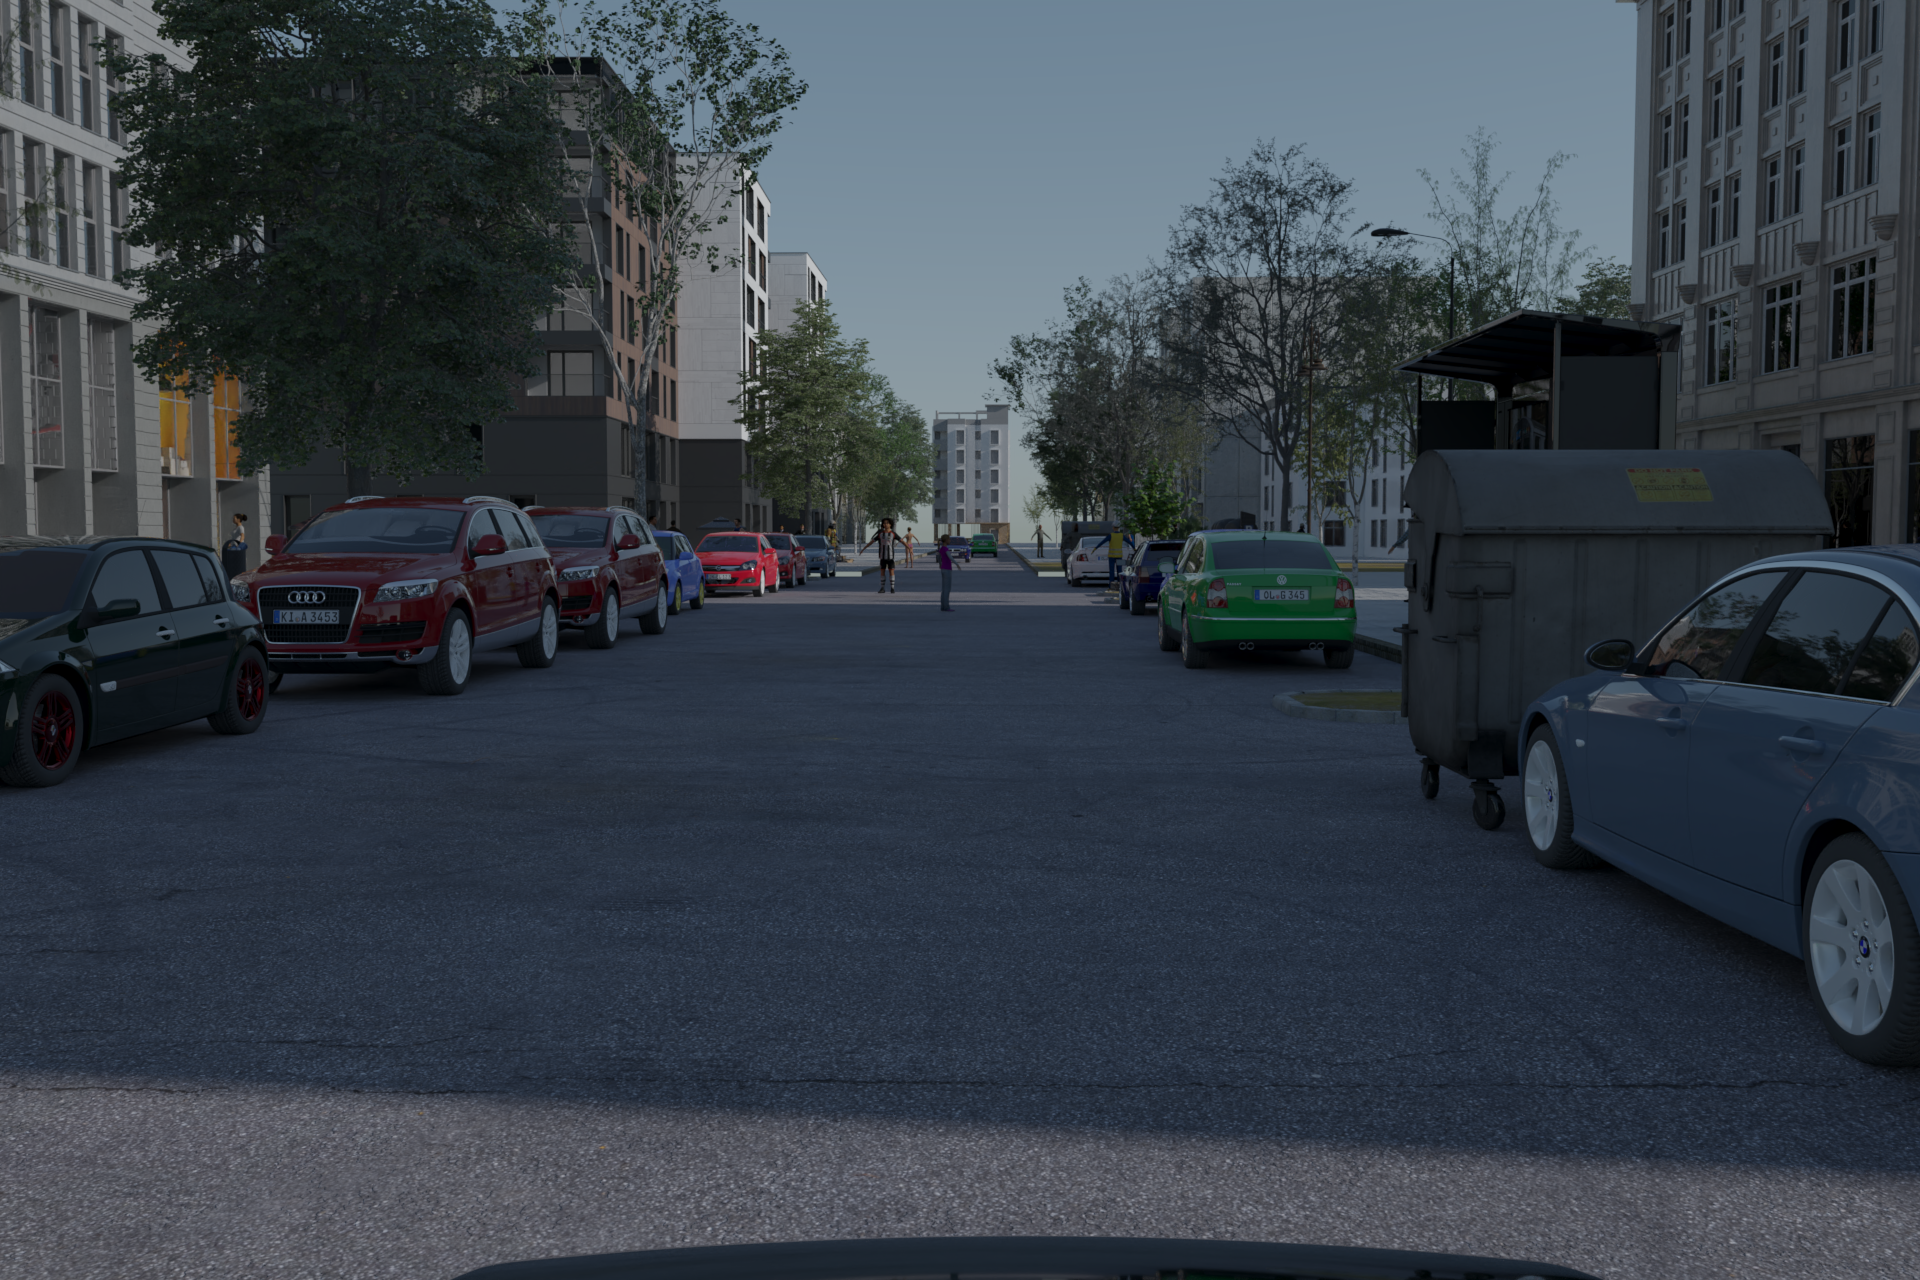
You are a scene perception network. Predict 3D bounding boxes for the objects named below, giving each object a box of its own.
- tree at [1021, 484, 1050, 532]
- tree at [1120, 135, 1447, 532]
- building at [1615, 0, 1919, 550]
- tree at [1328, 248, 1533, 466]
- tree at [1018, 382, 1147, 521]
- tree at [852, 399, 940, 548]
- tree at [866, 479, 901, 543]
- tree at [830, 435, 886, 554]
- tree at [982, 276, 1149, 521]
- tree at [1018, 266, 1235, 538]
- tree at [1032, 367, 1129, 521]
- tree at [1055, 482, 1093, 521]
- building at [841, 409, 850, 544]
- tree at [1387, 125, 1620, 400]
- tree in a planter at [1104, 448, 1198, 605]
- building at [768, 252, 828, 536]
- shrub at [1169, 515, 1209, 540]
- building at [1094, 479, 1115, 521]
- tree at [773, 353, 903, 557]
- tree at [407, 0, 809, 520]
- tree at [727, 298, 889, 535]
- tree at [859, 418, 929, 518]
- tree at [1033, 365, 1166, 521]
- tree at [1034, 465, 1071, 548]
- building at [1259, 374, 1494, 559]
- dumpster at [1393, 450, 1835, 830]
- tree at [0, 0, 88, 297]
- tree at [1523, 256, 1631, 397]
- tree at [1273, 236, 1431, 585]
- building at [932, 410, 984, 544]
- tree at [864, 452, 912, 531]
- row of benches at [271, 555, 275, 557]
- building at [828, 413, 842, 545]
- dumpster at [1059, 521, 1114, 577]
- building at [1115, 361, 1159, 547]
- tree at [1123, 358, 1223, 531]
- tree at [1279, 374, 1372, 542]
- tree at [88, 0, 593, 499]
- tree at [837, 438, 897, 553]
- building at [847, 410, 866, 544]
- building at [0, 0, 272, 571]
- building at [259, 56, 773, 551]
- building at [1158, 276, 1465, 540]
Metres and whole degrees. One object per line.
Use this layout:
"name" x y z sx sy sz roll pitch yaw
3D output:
"tree" 11.189 -18.538 253.459 4.737 8.622 4.395 0 3 0
"tree" 10.023 -8.741 53.287 12.009 13.543 11.850 0 3 0
"building" 28.279 -14.552 49.954 10.469 25.551 25.511 0 4 1
"tree" 17.276 -8.426 63.519 9.928 11.665 9.643 0 3 0
"tree" 7.950 -10.303 102.862 8.767 10.594 7.601 -1 4 -21
"tree" -6.330 -15.771 164.509 9.857 13.997 8.962 0 3 0
"tree" -11.549 -20.594 254.836 7.486 12.596 7.792 0 3 0
"tree" -6.772 -9.850 111.406 4.360 8.622 3.978 0 3 0
"tree" 7.990 -16.758 129.878 12.611 20.169 13.585 0 3 0
"tree" 7.717 -10.368 79.879 12.009 13.543 11.850 0 3 0
"tree" 8.496 -12.162 116.976 7.486 12.596 7.792 0 3 0
"tree" 9.412 -12.173 149.386 4.737 8.622 4.395 0 3 0
"building" -23.684 -23.223 210.628 19.493 23.208 18.063 0 4 0
"tree" 10.053 -4.977 31.734 4.360 8.622 3.978 0 3 0
"tree in a planter" 4.016 -2.374 36.034 1.991 3.239 1.994 0 4 2
"building" -25.040 -17.129 124.027 27.936 21.610 32.646 0 4 1
"shrub" 8.915 -3.873 67.368 1.661 2.075 1.752 0 3 0
"building" 26.277 -23.275 211.476 19.493 23.208 18.063 0 4 1
"tree" -6.996 -10.543 98.138 9.928 11.665 9.643 0 3 0
"tree" -11.785 -12.367 58.097 12.611 20.169 13.585 0 3 0
"tree" -7.264 -10.093 83.151 7.486 12.596 7.792 0 3 0
"tree" -6.324 -14.020 154.987 9.928 11.665 9.643 0 3 0
"tree" 7.602 -9.641 92.043 8.767 10.594 7.601 1 4 21
"tree" 8.961 -12.855 160.547 4.737 8.622 4.395 0 3 0
"building" 23.637 -9.543 98.174 9.099 9.664 28.070 0 4 1
"dumpster" 3.254 -0.038 8.838 1.865 1.857 1.264 0 4 0
"tree" -11.622 -4.076 17.009 4.360 8.622 3.978 0 3 0
"tree" 29.223 -10.417 76.981 9.857 13.997 8.962 0 3 0
"tree" 9.838 -5.656 42.831 4.360 8.622 3.978 0 3 0
"building" -3.777 -24.358 257.126 11.380 20.090 16.016 1 4 11
"tree" -6.311 -12.046 147.311 4.737 8.622 4.395 0 3 0
"row of benches" -27.216 -3.008 64.650 4.104 0.672 1.422 0 4 -8
"building" -22.069 -19.338 182.638 16.747 18.905 31.486 0 4 1
"dumpster" 4.236 -3.000 57.264 1.865 1.857 1.264 0 4 1
"building" 25.673 -19.289 181.839 16.747 18.905 31.486 0 4 1
"tree" 9.275 -7.434 71.907 4.360 8.622 3.978 0 3 0
"tree" 15.045 -7.434 71.916 4.737 8.622 4.395 0 3 0
"tree" -11.456 -7.725 32.960 9.857 13.997 8.962 0 3 0
"tree" -6.724 -10.314 119.002 4.737 8.622 4.395 0 3 0
"building" -22.636 -24.453 230.735 19.493 23.208 18.063 0 4 2
"building" -29.136 -16.260 43.345 11.434 29.767 29.804 0 4 2
"building" -25.672 -15.101 90.877 27.936 21.610 32.646 0 4 0
"building" 24.524 -15.976 127.668 16.747 18.905 31.486 0 4 1
